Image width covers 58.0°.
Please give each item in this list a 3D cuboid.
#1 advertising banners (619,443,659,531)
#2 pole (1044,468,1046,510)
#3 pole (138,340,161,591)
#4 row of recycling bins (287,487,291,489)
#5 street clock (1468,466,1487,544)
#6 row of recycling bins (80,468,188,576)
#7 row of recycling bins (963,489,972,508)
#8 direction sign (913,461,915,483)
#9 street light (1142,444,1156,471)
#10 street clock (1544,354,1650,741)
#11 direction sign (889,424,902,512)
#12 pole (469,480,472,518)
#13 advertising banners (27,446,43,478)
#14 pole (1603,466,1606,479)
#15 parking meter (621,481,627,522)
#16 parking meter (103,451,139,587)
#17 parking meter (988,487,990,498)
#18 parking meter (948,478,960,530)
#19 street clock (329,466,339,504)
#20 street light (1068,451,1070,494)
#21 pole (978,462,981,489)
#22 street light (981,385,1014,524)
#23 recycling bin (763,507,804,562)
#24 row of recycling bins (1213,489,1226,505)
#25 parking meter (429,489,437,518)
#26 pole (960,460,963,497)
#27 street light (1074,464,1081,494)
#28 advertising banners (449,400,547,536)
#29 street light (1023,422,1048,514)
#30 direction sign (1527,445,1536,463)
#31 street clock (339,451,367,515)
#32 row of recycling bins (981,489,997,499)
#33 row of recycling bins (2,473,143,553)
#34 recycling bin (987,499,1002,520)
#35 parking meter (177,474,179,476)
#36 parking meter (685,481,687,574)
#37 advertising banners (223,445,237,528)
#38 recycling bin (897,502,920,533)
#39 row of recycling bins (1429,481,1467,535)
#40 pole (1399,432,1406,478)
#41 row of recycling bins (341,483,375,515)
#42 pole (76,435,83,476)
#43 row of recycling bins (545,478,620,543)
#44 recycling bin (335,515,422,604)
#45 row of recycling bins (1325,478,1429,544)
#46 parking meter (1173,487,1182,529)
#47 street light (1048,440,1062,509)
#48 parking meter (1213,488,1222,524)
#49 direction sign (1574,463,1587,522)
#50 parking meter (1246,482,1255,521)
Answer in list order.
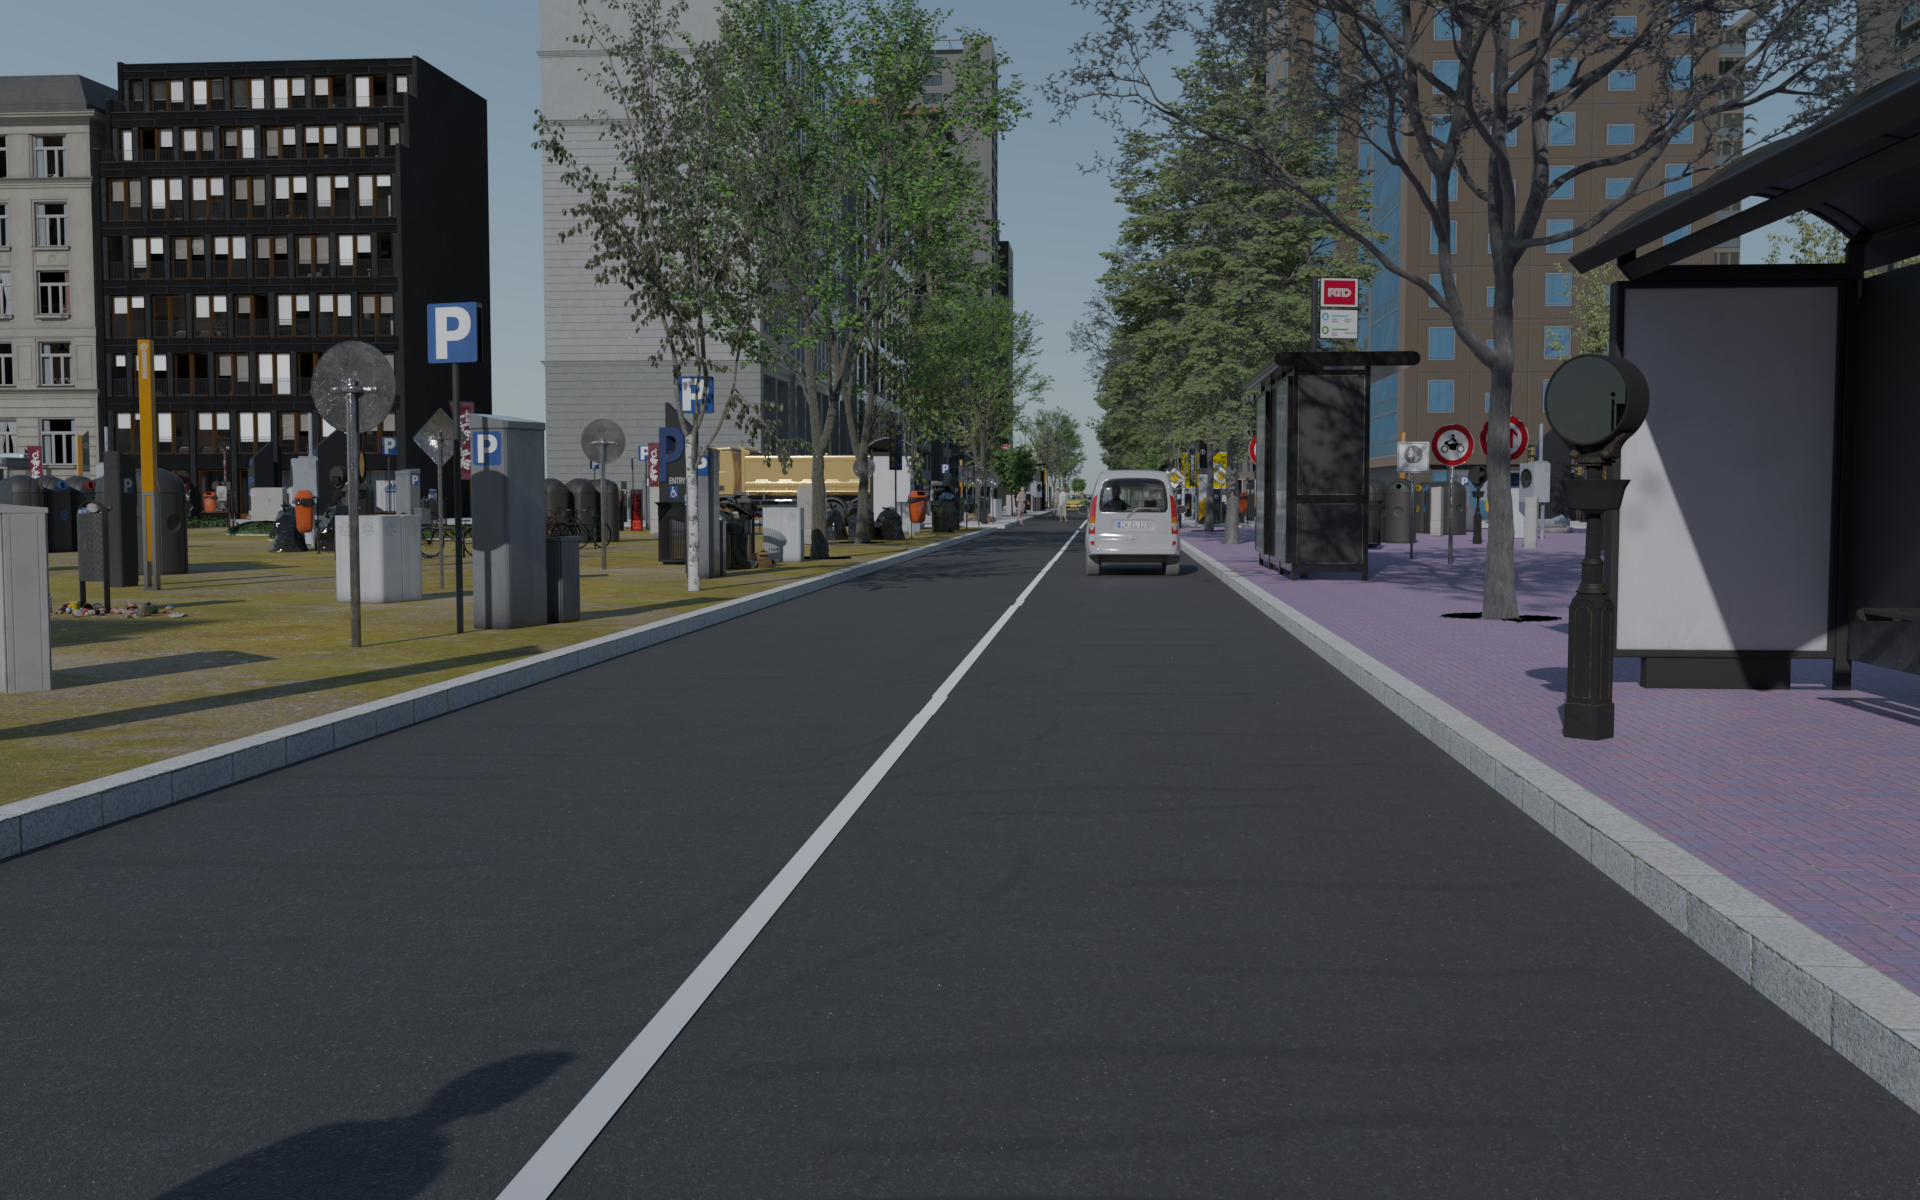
[{"bbox_3d":[-11.175,-3.884,59.688,2.074,3.025,0.090,1,4,23],"label":"advertising banners"},{"bbox_3d":[6.750,-8.812,137.921,0.158,3.312,0.155,0,3,0],"label":"pole"},{"bbox_3d":[-10.773,-1.784,23.011,0.158,3.312,0.155,0,3,0],"label":"pole"},{"bbox_3d":[-31.314,-4.768,85.067,3.534,1.692,1.069,-3,4,-37],"label":"row of recycling bins"},{"bbox_3d":[13.270,-2.434,44.373,0.471,2.002,0.358,2,4,34],"label":"street clock"},{"bbox_3d":[-13.627,-1.319,28.686,1.069,1.692,3.534,-2,4,-35],"label":"row of recycling bins"},{"bbox_3d":[0.521,-8.345,143.553,1.069,1.692,3.534,0,4,2],"label":"row of recycling bins"},{"bbox_3d":[-3.333,-7.707,118.004,0.379,3.537,0.876,2,4,32],"label":"direction sign"},{"bbox_3d":[11.876,-8.399,109.869,1.470,5.913,1.316,0,4,5],"label":"street light"},{"bbox_3d":[3.314,-0.275,9.067,0.358,2.002,0.471,-3,5,-42],"label":"street clock"},{"bbox_3d":[-2.105,-3.958,56.715,0.379,3.537,0.876,2,4,25],"label":"direction sign"},{"bbox_3d":[-26.689,-6.158,94.527,0.158,3.312,0.155,0,3,0],"label":"pole"},{"bbox_3d":[-32.573,-4.057,62.513,2.074,3.025,0.090,0,4,-3],"label":"advertising banners"},{"bbox_3d":[20.351,-3.728,54.799,0.158,3.312,0.155,0,3,0],"label":"pole"},{"bbox_3d":[-15.396,-4.507,79.392,0.255,1.863,0.399,-1,4,-12],"label":"parking meter"},{"bbox_3d":[-11.601,-1.116,23.963,0.255,1.863,0.399,1,4,12],"label":"parking meter"},{"bbox_3d":[2.233,-7.412,126.893,0.255,1.863,0.399,3,5,40],"label":"parking meter"},{"bbox_3d":[-0.209,-3.423,61.670,0.255,1.863,0.399,3,5,42],"label":"parking meter"},{"bbox_3d":[-16.101,-2.471,44.971,0.471,2.002,0.358,2,4,23],"label":"street clock"},{"bbox_3d":[11.351,-13.193,188.252,1.470,5.913,1.316,0,4,5],"label":"street light"},{"bbox_3d":[1.224,-7.059,109.265,0.158,3.312,0.155,0,3,0],"label":"pole"},{"bbox_3d":[1.603,-6.193,73.793,1.470,5.913,1.316,0,4,5],"label":"street light"},{"bbox_3d":[-3.353,-1.247,32.942,0.722,1.027,0.722,0,4,0],"label":"recycling bin"},{"bbox_3d":[20.417,-7.889,136.101,3.534,1.692,1.069,1,4,13],"label":"row of recycling bins"},{"bbox_3d":[-25.726,-4.656,84.543,0.372,1.533,0.369,0,3,0],"label":"parking meter"},{"bbox_3d":[0.070,-6.693,103.269,0.158,3.312,0.155,0,3,0],"label":"pole"},{"bbox_3d":[15.162,-15.925,232.920,1.470,5.913,1.316,0,4,5],"label":"street light"},{"bbox_3d":[-8.835,-2.263,33.195,0.090,3.025,2.074,3,5,43],"label":"advertising banners"},{"bbox_3d":[4.762,-8.546,112.275,1.470,5.913,1.316,0,4,5],"label":"street light"},{"bbox_3d":[26.446,-5.345,79.389,0.876,3.537,0.379,1,4,19],"label":"direction sign"},{"bbox_3d":[-10.116,-1.497,29.054,0.358,2.002,0.471,0,4,-6],"label":"street clock"},{"bbox_3d":[2.270,-7.546,130.491,1.069,1.692,3.534,-1,4,-18],"label":"row of recycling bins"},{"bbox_3d":[-19.944,-1.925,38.583,1.069,1.692,3.534,1,4,12],"label":"row of recycling bins"},{"bbox_3d":[1.628,-4.542,86.813,0.722,1.027,0.722,2,4,30],"label":"recycling bin"},{"bbox_3d":[-23.347,-2.789,51.316,0.399,1.863,0.255,-1,4,-16],"label":"parking meter"},{"bbox_3d":[-4.250,-1.196,27.967,0.372,1.533,0.369,0,3,0],"label":"parking meter"},{"bbox_3d":[-26.340,-4.054,62.472,0.090,3.025,2.074,-1,4,-12],"label":"advertising banners"},{"bbox_3d":[-1.727,-2.763,57.732,0.722,1.027,0.722,-1,4,-9],"label":"recycling bin"},{"bbox_3d":[15.406,-2.970,55.673,1.069,1.692,3.534,0,4,-2],"label":"row of recycling bins"},{"bbox_3d":[14.548,-3.864,57.025,0.158,3.312,0.155,0,3,0],"label":"pole"},{"bbox_3d":[-22.329,-3.503,64.383,1.069,1.692,3.534,-1,4,-13],"label":"row of recycling bins"},{"bbox_3d":[-30.255,-4.019,59.560,0.158,3.312,0.155,0,3,0],"label":"pole"},{"bbox_3d":[-10.303,-2.329,45.187,1.069,1.692,3.534,3,4,36],"label":"row of recycling bins"},{"bbox_3d":[-6.929,-0.496,20.661,0.722,1.027,0.722,2,4,25],"label":"recycling bin"},{"bbox_3d":[10.587,-2.391,46.208,1.069,1.692,3.534,-3,5,-44],"label":"row of recycling bins"},{"bbox_3d":[8.049,-3.419,64.314,0.372,1.533,0.369,0,3,0],"label":"parking meter"},{"bbox_3d":[8.139,-10.858,150.072,1.470,5.913,1.316,0,4,5],"label":"street light"},{"bbox_3d":[10.878,-3.960,73.164,0.372,1.533,0.369,0,3,0],"label":"parking meter"},{"bbox_3d":[28.201,-5.274,78.223,0.876,3.537,0.379,1,4,16],"label":"direction sign"},{"bbox_3d":[13.855,-4.706,82.653,0.399,1.863,0.255,-3,4,-36],"label":"parking meter"}]
